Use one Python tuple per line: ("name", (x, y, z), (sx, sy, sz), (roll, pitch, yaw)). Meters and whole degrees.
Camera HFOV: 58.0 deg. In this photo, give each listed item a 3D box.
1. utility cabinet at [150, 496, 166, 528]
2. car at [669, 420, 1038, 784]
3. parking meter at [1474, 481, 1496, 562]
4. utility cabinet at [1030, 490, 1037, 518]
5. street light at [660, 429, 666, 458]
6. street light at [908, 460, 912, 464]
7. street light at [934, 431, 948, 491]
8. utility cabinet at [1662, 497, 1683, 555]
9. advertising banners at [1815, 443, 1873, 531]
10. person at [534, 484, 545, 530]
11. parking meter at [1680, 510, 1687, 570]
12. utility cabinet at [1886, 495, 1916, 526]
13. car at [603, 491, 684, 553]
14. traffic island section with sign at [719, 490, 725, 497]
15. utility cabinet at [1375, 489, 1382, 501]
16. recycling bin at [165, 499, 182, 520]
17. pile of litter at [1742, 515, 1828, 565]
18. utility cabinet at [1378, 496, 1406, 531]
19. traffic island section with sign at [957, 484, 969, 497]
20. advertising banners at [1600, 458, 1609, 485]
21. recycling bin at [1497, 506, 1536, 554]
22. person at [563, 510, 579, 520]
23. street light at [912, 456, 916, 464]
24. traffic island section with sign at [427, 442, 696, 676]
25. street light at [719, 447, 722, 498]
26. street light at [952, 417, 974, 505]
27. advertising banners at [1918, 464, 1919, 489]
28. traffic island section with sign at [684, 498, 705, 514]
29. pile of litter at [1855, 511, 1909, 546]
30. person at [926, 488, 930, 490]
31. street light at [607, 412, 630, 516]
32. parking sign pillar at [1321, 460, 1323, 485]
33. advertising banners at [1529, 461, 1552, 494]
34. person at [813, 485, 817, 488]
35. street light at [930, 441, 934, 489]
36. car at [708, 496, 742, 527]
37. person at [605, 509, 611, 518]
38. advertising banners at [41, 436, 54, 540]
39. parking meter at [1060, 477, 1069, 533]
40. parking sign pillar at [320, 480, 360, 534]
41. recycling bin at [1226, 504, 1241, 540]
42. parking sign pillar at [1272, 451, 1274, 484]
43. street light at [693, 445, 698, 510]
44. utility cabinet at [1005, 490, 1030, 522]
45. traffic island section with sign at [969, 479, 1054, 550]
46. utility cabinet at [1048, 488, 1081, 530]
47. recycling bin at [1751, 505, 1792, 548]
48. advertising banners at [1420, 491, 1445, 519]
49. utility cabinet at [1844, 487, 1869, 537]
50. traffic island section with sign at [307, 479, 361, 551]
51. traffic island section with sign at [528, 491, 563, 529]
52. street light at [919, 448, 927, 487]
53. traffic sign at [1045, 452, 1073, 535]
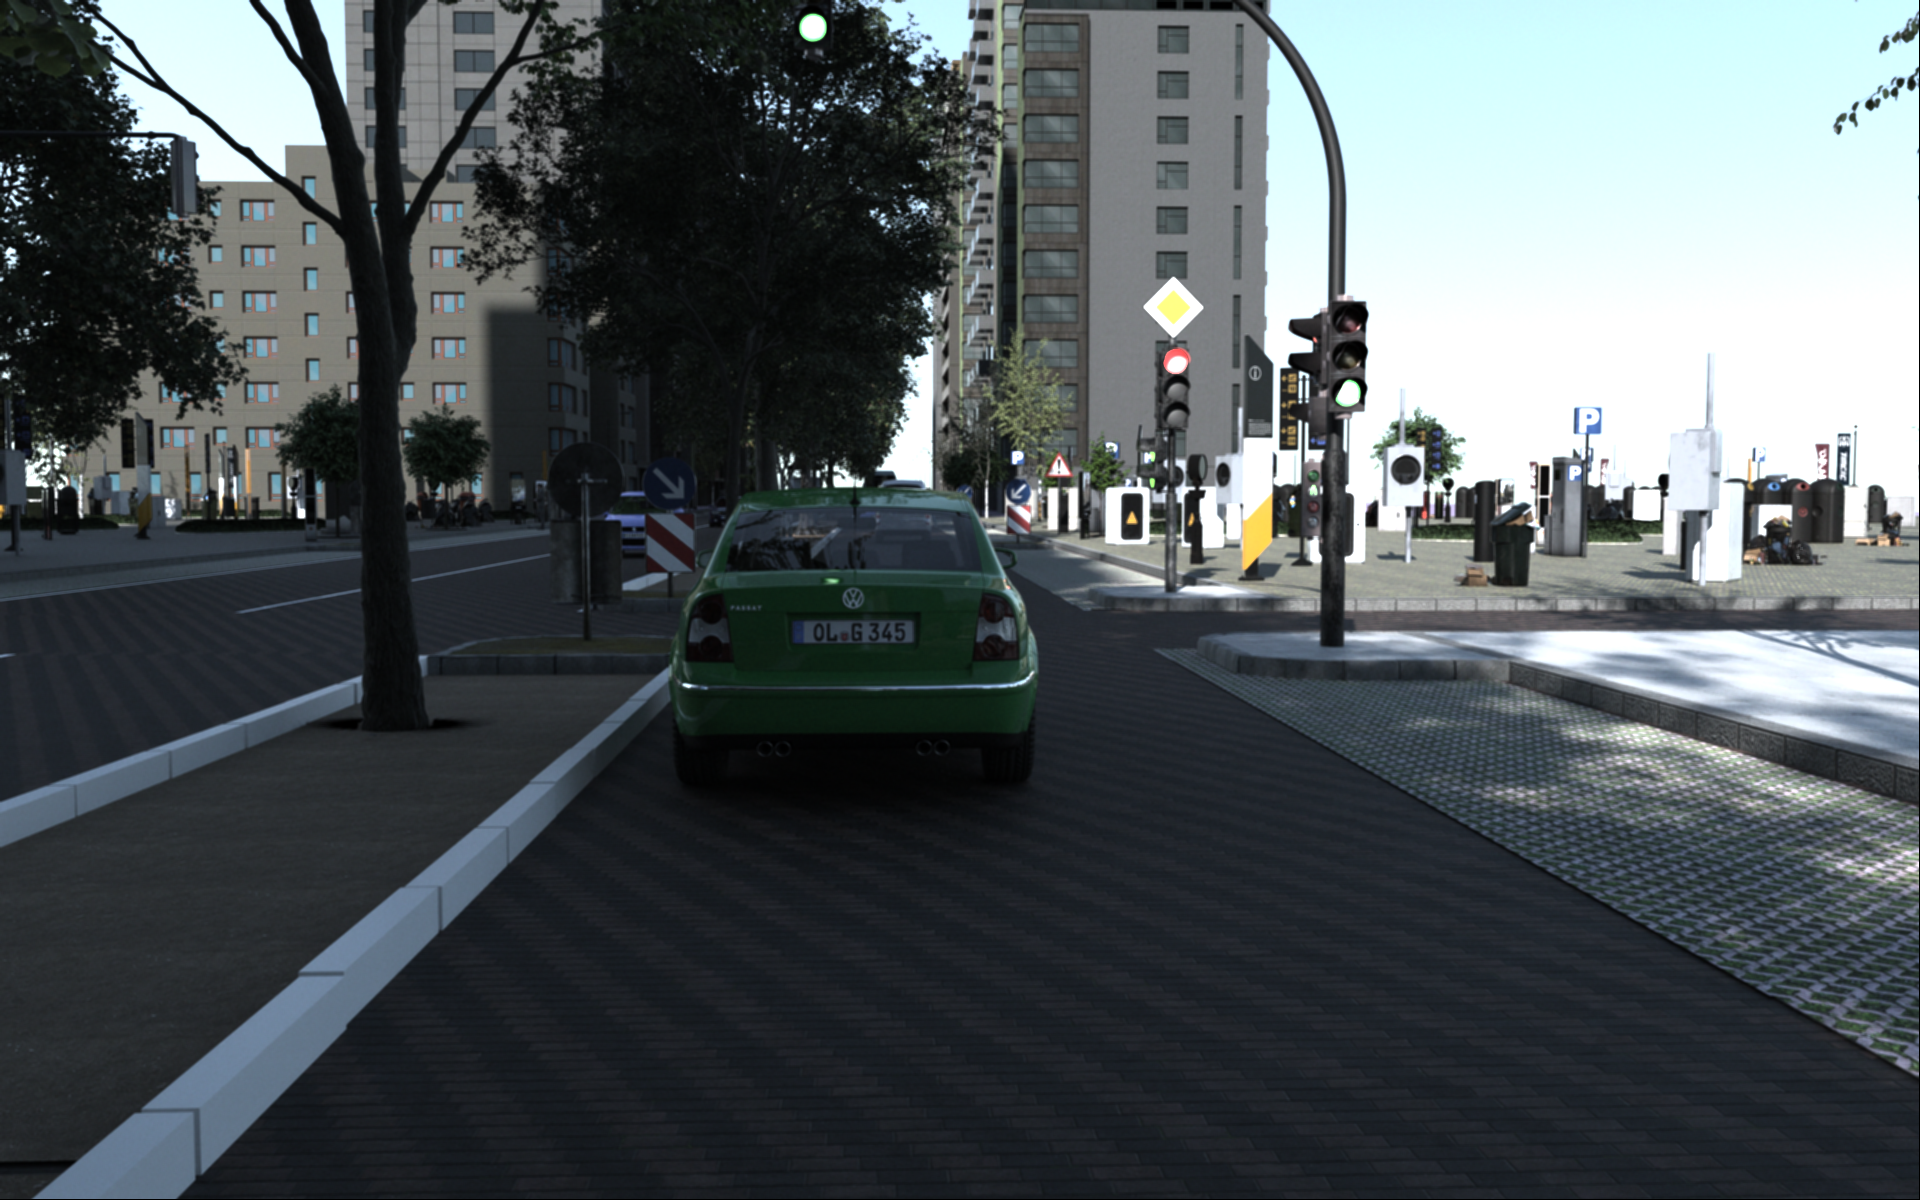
("utility cabinet", (-30.794, -3.357, 66.045), (0.306, 1.237, 1.020), (2, 4, 24))
("car", (-0.594, -0.071, 9.961), (1.959, 1.807, 4.718), (0, 4, -3))
("parking meter", (9.917, -1.488, 32.738), (0.372, 1.533, 0.369), (0, 3, 0))
("utility cabinet", (3.528, -5.100, 92.061), (1.173, 1.500, 0.318), (3, 4, 37))
("street light", (-20.374, -9.083, 121.050), (1.470, 5.913, 1.316), (0, 4, -3))
("street light", (-5.865, -15.977, 233.765), (1.470, 5.913, 1.316), (0, 4, -3))
("street light", (-0.949, -9.498, 127.831), (1.470, 5.913, 1.316), (0, 4, -3))
("utility cabinet", (15.262, -1.583, 37.045), (0.306, 1.237, 1.020), (2, 4, 29))
("advertising banners", (30.563, -3.900, 59.954), (2.074, 3.025, 0.090), (0, 4, -2))
("person", (-16.717, -3.703, 68.852), (0.447, 1.846, 0.655), (-1, 4, -9))
("parking meter", (12.367, -1.272, 29.210), (0.372, 1.533, 0.369), (0, 3, 0))
("utility cabinet", (37.592, -3.548, 69.173), (0.306, 1.237, 1.020), (-2, 4, -35))
("car", (-7.412, -1.895, 40.572), (1.945, 1.707, 3.694), (0, 4, -4))
("traffic island section with sign", (-20.283, -8.559, 148.569), (1.989, 1.847, 2.006), (0, 4, -3))
("utility cabinet", (18.140, -3.939, 73.085), (1.173, 1.500, 0.318), (3, 5, 39))
("recycling bin", (-39.792, -4.578, 87.409), (0.722, 1.027, 0.722), (0, 4, 3))
("pile of litter", (14.902, -1.086, 31.721), (1.719, 0.858, 1.176), (2, 4, 31))
("utility cabinet", (15.153, -3.021, 60.555), (1.020, 1.237, 0.306), (1, 4, 23))
("traffic island section with sign", (0.054, -3.891, 72.242), (1.989, 1.847, 2.006), (0, 4, -3))
("advertising banners", (30.966, -5.427, 84.922), (2.074, 3.025, 0.090), (-1, 4, -19))
("recycling bin", (11.951, -1.508, 37.216), (0.722, 1.027, 0.722), (1, 4, 10))
("person", (-9.698, -2.123, 43.401), (0.537, 1.800, 0.526), (-2, 4, -27))
("street light", (-4.783, -14.595, 211.172), (1.470, 5.913, 1.316), (0, 4, -3))
("traffic island section with sign", (-3.257, -0.395, 14.596), (2.006, 1.907, 1.989), (0, 4, -3))
("street light", (-22.592, -11.885, 166.853), (1.470, 5.913, 1.316), (0, 4, -3))
("street light", (0.272, -8.105, 105.053), (1.470, 5.913, 1.316), (0, 4, -3))
("advertising banners", (56.029, -6.337, 99.800), (0.090, 3.025, 2.074), (-1, 4, -18))
("traffic island section with sign", (-18.996, -6.912, 121.645), (1.989, 1.847, 2.006), (0, 4, -3))
("pile of litter", (23.059, -1.795, 43.312), (1.176, 0.858, 1.719), (1, 4, 20))
("person", (-1.378, -4.199, 77.988), (0.563, 1.720, 0.643), (-3, 5, -44))
("street light", (-19.324, -7.673, 97.988), (1.470, 5.913, 1.316), (0, 4, -3))
("parking sign pillar", (20.387, -6.546, 95.496), (1.447, 3.967, 1.447), (-2, 4, -24))
("advertising banners", (31.418, -5.915, 92.902), (2.074, 3.025, 0.090), (-1, 4, -13))
("person", (-6.557, -4.266, 78.259), (0.555, 1.821, 0.388), (-1, 4, -22))
("street light", (-1.932, -10.911, 150.943), (1.470, 5.913, 1.316), (0, 4, -3))
("car", (-10.044, -3.896, 76.280), (1.945, 1.354, 3.894), (0, 4, -2))
("person", (-16.485, -4.461, 81.613), (0.709, 1.800, 0.728), (2, 4, 33))
("advertising banners", (-25.539, -3.198, 48.480), (0.090, 3.025, 2.074), (-3, 4, -36))
("parking meter", (3.390, -3.117, 56.682), (0.255, 1.863, 0.399), (-1, 4, -12))
("parking sign pillar", (-19.869, -4.116, 55.771), (1.447, 3.967, 1.447), (2, 4, 32))
("recycling bin", (7.844, -2.197, 48.477), (0.722, 1.027, 0.722), (1, 4, 13))
("parking sign pillar", (13.583, -5.479, 78.046), (1.447, 3.967, 1.447), (-2, 4, -29))
("street light", (-21.438, -10.465, 143.644), (1.470, 5.913, 1.316), (0, 4, -3))
("utility cabinet", (2.534, -4.282, 78.695), (0.318, 1.500, 1.173), (-3, 5, -39))
("traffic island section with sign", (1.362, -2.244, 45.319), (1.989, 1.847, 2.006), (0, 4, -3))
("utility cabinet", (3.663, -3.177, 60.624), (1.173, 1.500, 0.318), (2, 4, 31))
("recycling bin", (18.982, -1.711, 40.533), (0.722, 1.027, 0.722), (1, 4, 10))
("advertising banners", (23.714, -5.622, 88.114), (2.074, 3.025, 0.090), (-1, 4, -10))
("utility cabinet", (26.123, -2.596, 51.121), (1.173, 1.500, 0.318), (3, 5, 43))
("traffic island section with sign", (-15.269, -2.159, 43.927), (1.989, 1.847, 2.006), (0, 4, -3))
("traffic island section with sign", (-16.577, -3.825, 71.173), (1.989, 1.847, 2.006), (0, 4, -3))
("street light", (-3.149, -12.329, 174.120), (1.470, 5.913, 1.316), (0, 4, -3))
("traffic sign", (3.070, -3.285, 53.719), (0.884, 2.594, 0.081), (0, 4, 0))
